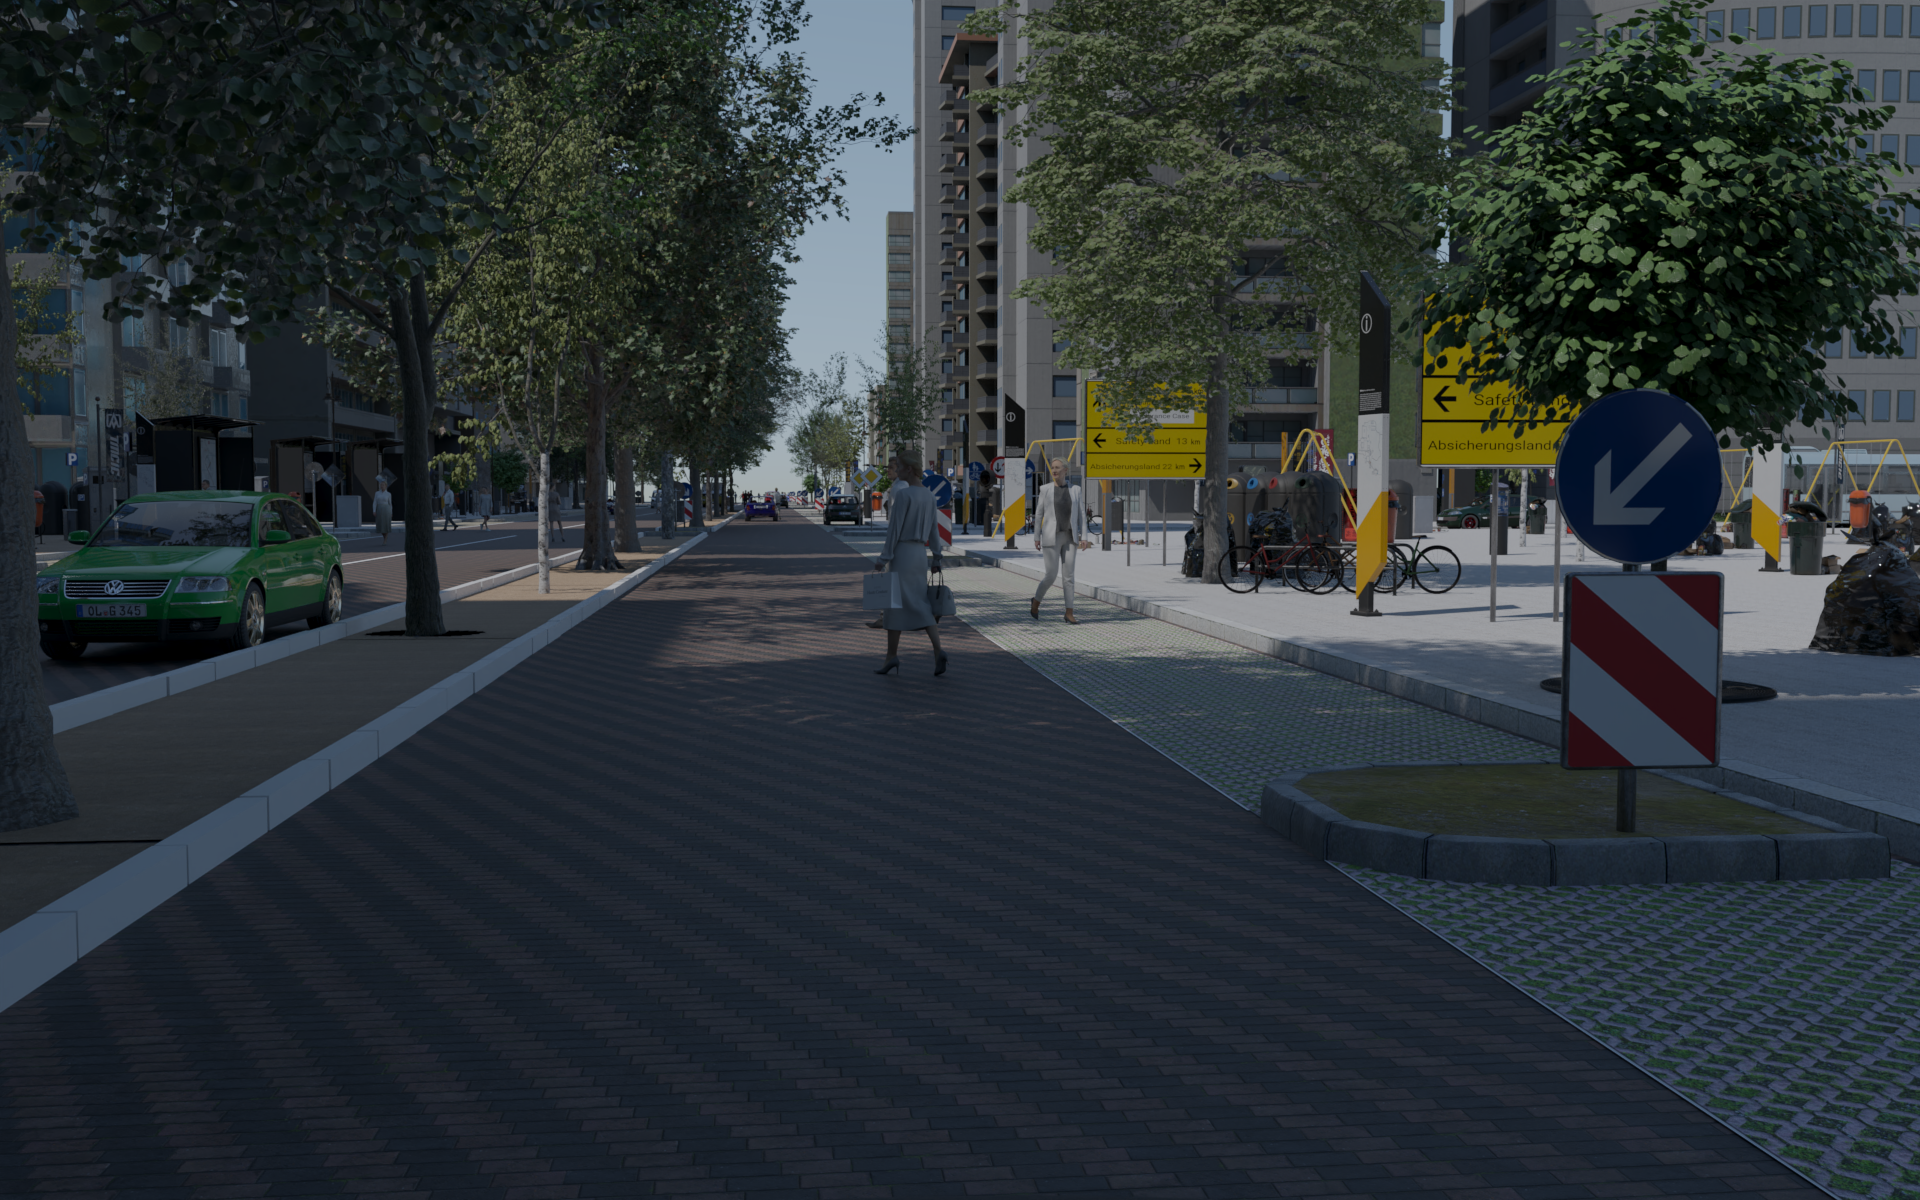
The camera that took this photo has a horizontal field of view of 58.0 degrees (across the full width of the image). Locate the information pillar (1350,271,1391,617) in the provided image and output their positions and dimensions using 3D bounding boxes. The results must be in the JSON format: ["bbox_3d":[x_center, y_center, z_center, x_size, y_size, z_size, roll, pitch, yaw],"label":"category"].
[{"bbox_3d":[4.305,-1.634,18.070,0.183,3.616,0.504,-1,4,-18],"label":"information pillar"}]

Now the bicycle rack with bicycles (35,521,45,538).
[{"bbox_3d":[-28.156,-2.216,49.617,2.925,0.926,2.852,-1,4,-10],"label":"bicycle rack with bicycles"}]

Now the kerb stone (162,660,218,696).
[{"bbox_3d":[-5.692,0.585,12.713,0.120,0.150,1.000,0,4,-6],"label":"kerb stone"}]

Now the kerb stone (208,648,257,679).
[{"bbox_3d":[-5.804,0.518,13.733,0.120,0.150,1.000,0,4,-6],"label":"kerb stone"}]

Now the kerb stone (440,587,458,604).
[{"bbox_3d":[-6.816,-0.042,22.888,0.120,0.150,1.000,0,4,-6],"label":"kerb stone"}]

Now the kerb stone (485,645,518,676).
[{"bbox_3d":[-3.718,0.503,13.965,0.120,0.150,1.000,0,4,-6],"label":"kerb stone"}]

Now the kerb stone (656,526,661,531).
[{"bbox_3d":[-11.783,-2.815,68.270,0.120,0.150,1.000,0,4,-6],"label":"kerb stone"}]

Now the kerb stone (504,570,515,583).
[{"bbox_3d":[-7.363,-0.354,27.986,0.120,0.150,1.000,0,4,-6],"label":"kerb stone"}]

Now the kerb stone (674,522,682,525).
[{"bbox_3d":[-13.114,-3.561,80.502,0.120,0.150,1.000,0,4,-6],"label":"kerb stone"}]

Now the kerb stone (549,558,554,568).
[{"bbox_3d":[-7.927,-0.665,33.098,0.120,0.150,1.000,0,4,-6],"label":"kerb stone"}]

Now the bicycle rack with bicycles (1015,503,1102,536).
[{"bbox_3d":[3.135,-2.503,54.310,2.925,0.926,2.852,0,4,7],"label":"bicycle rack with bicycles"}]

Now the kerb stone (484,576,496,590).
[{"bbox_3d":[-7.137,-0.229,25.947,0.120,0.150,1.000,0,4,-6],"label":"kerb stone"}]

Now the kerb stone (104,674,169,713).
[{"bbox_3d":[-5.594,0.643,11.695,0.120,0.150,1.000,0,4,-6],"label":"kerb stone"}]

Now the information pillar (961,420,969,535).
[{"bbox_3d":[0.183,-3.876,54.725,0.183,3.616,0.504,-1,4,-13],"label":"information pillar"}]

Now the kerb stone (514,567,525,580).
[{"bbox_3d":[-7.468,-0.417,29.012,0.120,0.150,1.000,0,4,-6],"label":"kerb stone"}]

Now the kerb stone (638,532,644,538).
[{"bbox_3d":[-10.604,-2.162,57.551,0.120,0.150,1.000,0,4,-6],"label":"kerb stone"}]

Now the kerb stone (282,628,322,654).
[{"bbox_3d":[-6.030,0.393,15.774,0.120,0.150,1.000,0,4,-6],"label":"kerb stone"}]

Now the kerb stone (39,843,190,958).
[{"bbox_3d":[-2.831,1.001,5.826,0.120,0.150,1.000,0,4,-6],"label":"kerb stone"}]

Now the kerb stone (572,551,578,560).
[{"bbox_3d":[-8.367,-0.915,37.180,0.120,0.150,1.000,0,4,-6],"label":"kerb stone"}]

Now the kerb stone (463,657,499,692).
[{"bbox_3d":[-3.604,0.566,12.950,0.120,0.150,1.000,0,4,-6],"label":"kerb stone"}]

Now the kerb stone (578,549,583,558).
[{"bbox_3d":[-8.480,-0.979,38.196,0.120,0.150,1.000,0,4,-6],"label":"kerb stone"}]

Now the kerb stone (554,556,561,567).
[{"bbox_3d":[-8.030,-0.729,34.115,0.120,0.150,1.000,0,4,-6],"label":"kerb stone"}]

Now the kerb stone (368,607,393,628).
[{"bbox_3d":[-6.362,0.206,18.823,0.120,0.150,1.000,0,4,-6],"label":"kerb stone"}]

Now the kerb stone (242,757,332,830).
[{"bbox_3d":[-3.054,0.877,7.862,0.120,0.150,1.000,0,4,-6],"label":"kerb stone"}]

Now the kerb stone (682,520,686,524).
[{"bbox_3d":[-13.438,-3.753,83.553,0.120,0.150,1.000,0,4,-6],"label":"kerb stone"}]

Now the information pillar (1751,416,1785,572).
[{"bbox_3d":[13.327,-2.273,28.518,0.183,3.616,0.504,-3,4,-38],"label":"information pillar"}]

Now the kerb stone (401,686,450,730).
[{"bbox_3d":[-3.388,0.690,10.913,0.120,0.150,1.000,0,4,-6],"label":"kerb stone"}]

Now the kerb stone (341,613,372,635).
[{"bbox_3d":[-6.247,0.268,17.807,0.120,0.150,1.000,0,4,-6],"label":"kerb stone"}]

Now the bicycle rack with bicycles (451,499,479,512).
[{"bbox_3d":[-35.697,-6.734,123.478,2.925,0.926,2.852,-2,4,-25],"label":"bicycle rack with bicycles"}]

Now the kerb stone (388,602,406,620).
[{"bbox_3d":[-6.479,0.145,19.839,0.120,0.150,1.000,0,4,-6],"label":"kerb stone"}]

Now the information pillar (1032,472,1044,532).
[{"bbox_3d":[2.606,-3.274,58.017,0.304,2.012,0.304,-2,4,-30],"label":"information pillar"}]

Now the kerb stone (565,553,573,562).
[{"bbox_3d":[-8.252,-0.852,36.164,0.120,0.150,1.000,0,4,-6],"label":"kerb stone"}]

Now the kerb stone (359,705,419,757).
[{"bbox_3d":[-3.271,0.752,9.897,0.120,0.150,1.000,0,4,-6],"label":"kerb stone"}]

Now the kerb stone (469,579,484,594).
[{"bbox_3d":[-7.037,-0.167,24.921,0.120,0.150,1.000,0,4,-6],"label":"kerb stone"}]

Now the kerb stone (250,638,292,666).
[{"bbox_3d":[-5.912,0.458,14.749,0.120,0.150,1.000,0,4,-6],"label":"kerb stone"}]

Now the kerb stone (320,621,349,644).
[{"bbox_3d":[-6.137,0.339,16.791,0.120,0.150,1.000,0,4,-6],"label":"kerb stone"}]

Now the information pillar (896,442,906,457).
[{"bbox_3d":[-2.621,-5.289,77.824,0.504,3.616,0.183,2,4,26],"label":"information pillar"}]

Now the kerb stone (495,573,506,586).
[{"bbox_3d":[-7.245,-0.289,26.970,0.120,0.150,1.000,0,4,-6],"label":"kerb stone"}]

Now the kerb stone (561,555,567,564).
[{"bbox_3d":[-8.144,-0.786,35.142,0.120,0.150,1.000,0,4,-6],"label":"kerb stone"}]

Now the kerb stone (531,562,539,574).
[{"bbox_3d":[-7.705,-0.542,31.053,0.120,0.150,1.000,0,4,-6],"label":"kerb stone"}]

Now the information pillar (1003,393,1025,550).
[{"bbox_3d":[1.258,-2.979,40.053,0.504,3.616,0.183,0,4,6],"label":"information pillar"}]

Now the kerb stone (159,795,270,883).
[{"bbox_3d":[-2.944,0.942,6.842,0.120,0.150,1.000,0,4,-6],"label":"kerb stone"}]

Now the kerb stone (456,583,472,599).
[{"bbox_3d":[-6.922,-0.104,23.905,0.120,0.150,1.000,0,4,-6],"label":"kerb stone"}]

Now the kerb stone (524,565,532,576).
[{"bbox_3d":[-7.590,-0.480,30.037,0.120,0.150,1.000,0,4,-6],"label":"kerb stone"}]

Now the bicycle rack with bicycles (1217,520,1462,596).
[{"bbox_3d":[5.094,-0.574,22.767,2.925,0.926,2.852,1,4,23],"label":"bicycle rack with bicycles"}]

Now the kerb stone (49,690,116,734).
[{"bbox_3d":[-5.475,0.704,10.679,0.120,0.150,1.000,0,4,-6],"label":"kerb stone"}]

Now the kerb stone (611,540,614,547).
[{"bbox_3d":[-9.594,-1.595,48.388,0.120,0.150,1.000,0,4,-6],"label":"kerb stone"}]

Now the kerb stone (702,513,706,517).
[{"bbox_3d":[-16.900,-5.685,115.147,0.120,0.150,1.000,0,4,-6],"label":"kerb stone"}]

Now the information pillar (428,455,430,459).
[{"bbox_3d":[-29.814,-6.473,97.193,0.183,3.616,0.504,-2,4,-26],"label":"information pillar"}]

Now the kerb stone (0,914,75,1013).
[{"bbox_3d":[-2.715,1.063,4.808,0.120,0.150,1.000,0,4,-6],"label":"kerb stone"}]

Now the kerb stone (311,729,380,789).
[{"bbox_3d":[-3.160,0.816,8.879,0.120,0.150,1.000,0,4,-6],"label":"kerb stone"}]

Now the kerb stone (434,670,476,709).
[{"bbox_3d":[-3.501,0.628,11.929,0.120,0.150,1.000,0,4,-6],"label":"kerb stone"}]

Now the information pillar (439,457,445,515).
[{"bbox_3d":[-31.273,-6.919,104.484,0.504,3.616,0.183,3,5,41],"label":"information pillar"}]
